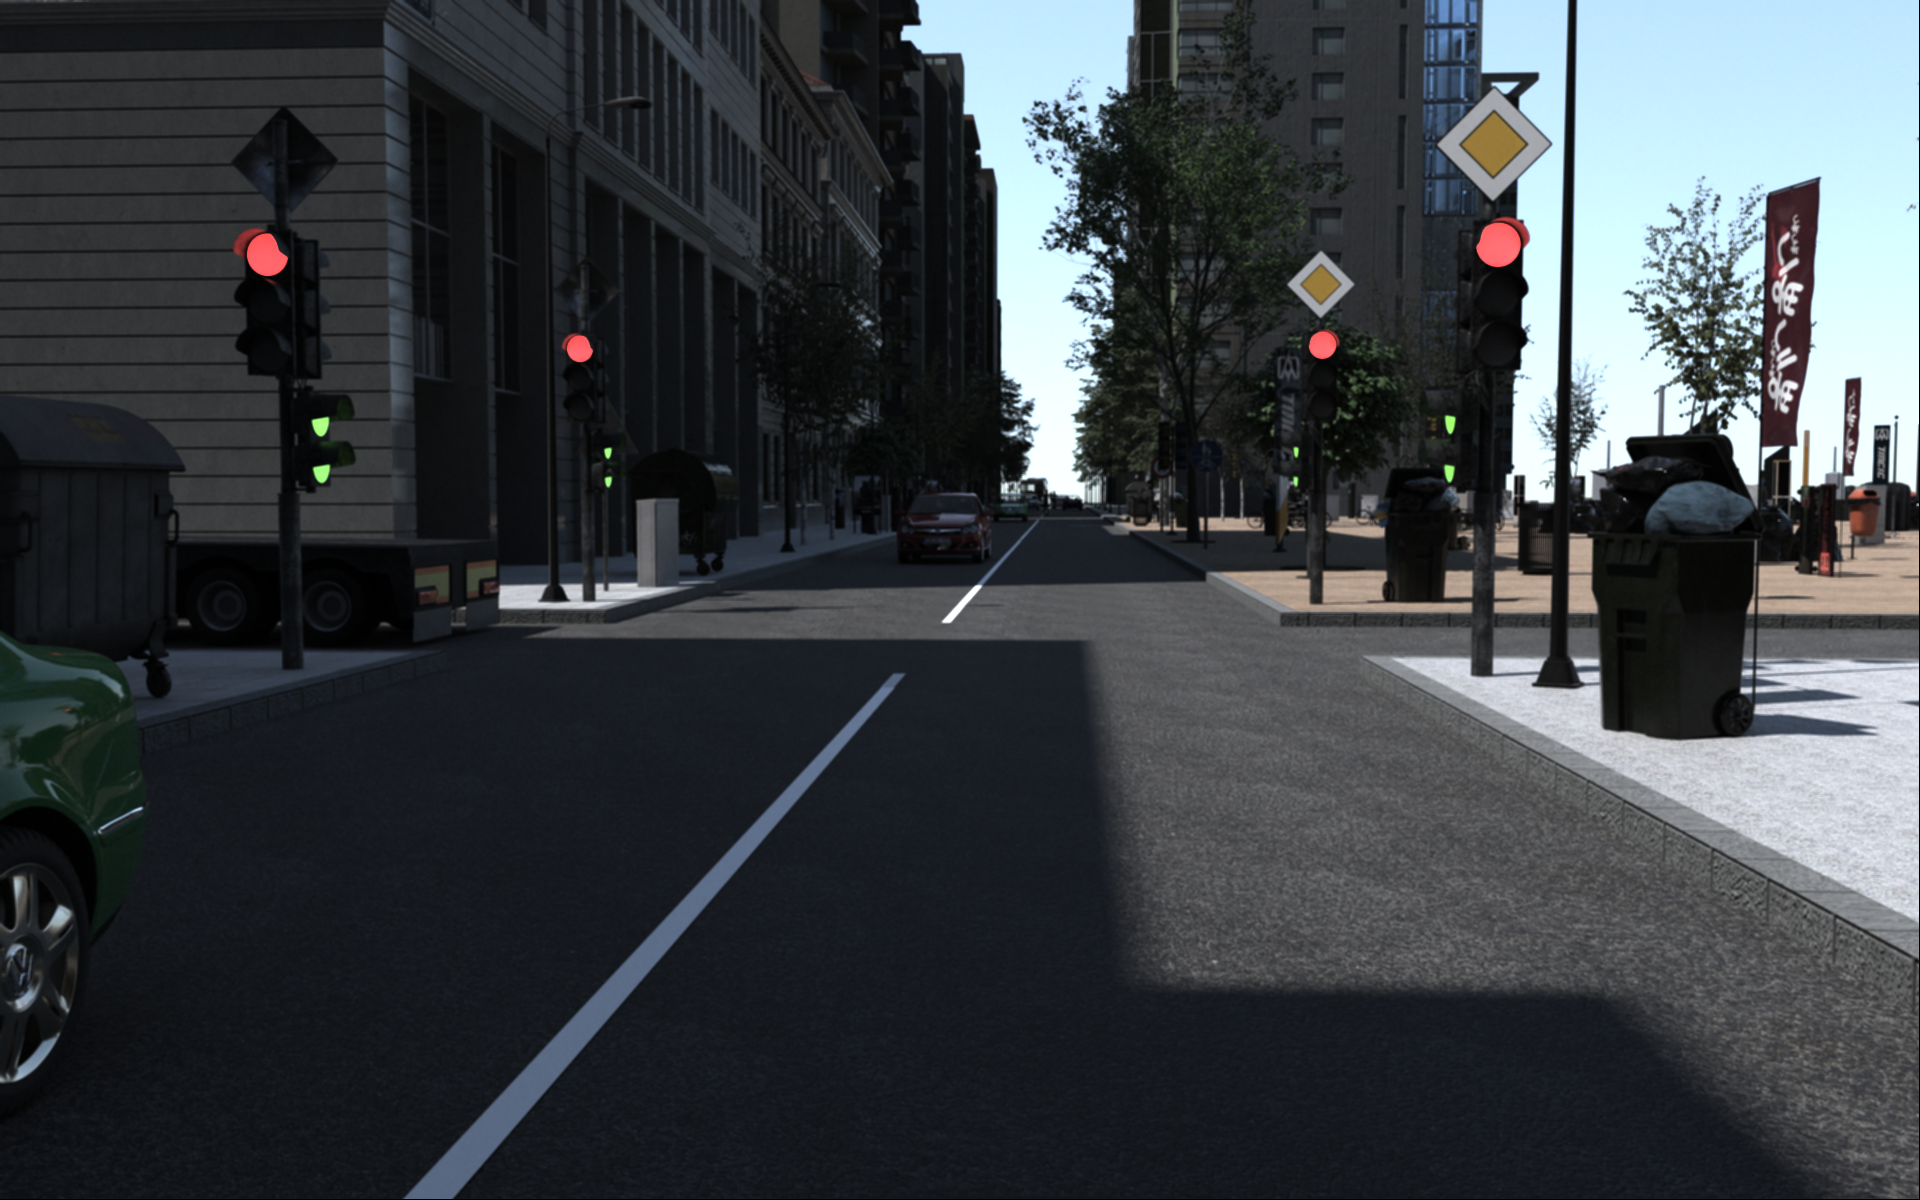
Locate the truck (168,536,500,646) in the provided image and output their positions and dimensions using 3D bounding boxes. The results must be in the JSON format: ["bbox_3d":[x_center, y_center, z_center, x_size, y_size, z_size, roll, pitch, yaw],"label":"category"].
[{"bbox_3d":[-14.320,-1.713,17.775,18.799,4.110,2.967,0,4,4],"label":"truck"}]

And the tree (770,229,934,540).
[{"bbox_3d":[-3.577,-6.027,48.903,4.737,8.622,4.395,0,3,0],"label":"tree"}]

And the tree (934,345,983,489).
[{"bbox_3d":[-1.208,-8.222,84.789,4.737,8.622,4.395,0,3,0],"label":"tree"}]

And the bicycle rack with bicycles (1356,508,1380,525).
[{"bbox_3d":[17.843,-3.557,71.543,2.925,0.926,2.852,1,4,20],"label":"bicycle rack with bicycles"}]

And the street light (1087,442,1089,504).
[{"bbox_3d":[10.991,-10.059,137.000,1.470,5.913,1.316,0,4,3],"label":"street light"}]

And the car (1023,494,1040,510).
[{"bbox_3d":[6.166,-8.722,154.604,2.014,1.417,4.499,0,4,2],"label":"car"}]

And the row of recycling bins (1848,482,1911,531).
[{"bbox_3d":[32.206,-3.251,60.274,3.534,1.692,1.069,-3,5,-45],"label":"row of recycling bins"}]

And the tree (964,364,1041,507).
[{"bbox_3d":[2.879,-16.159,170.857,9.857,13.997,8.962,0,3,0],"label":"tree"}]

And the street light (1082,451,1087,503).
[{"bbox_3d":[11.823,-11.085,153.779,1.470,5.913,1.316,0,4,3],"label":"street light"}]

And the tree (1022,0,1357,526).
[{"bbox_3d":[8.609,-12.948,67.581,12.611,20.169,13.585,0,3,0],"label":"tree"}]

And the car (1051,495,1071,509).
[{"bbox_3d":[9.860,-9.518,167.985,2.083,1.381,4.827,0,4,3],"label":"car"}]

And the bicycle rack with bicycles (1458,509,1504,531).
[{"bbox_3d":[17.863,-2.897,60.747,2.925,0.926,2.852,-1,4,-22],"label":"bicycle rack with bicycles"}]

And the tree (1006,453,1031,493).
[{"bbox_3d":[7.986,-17.958,243.971,4.737,8.622,4.395,0,3,0],"label":"tree"}]

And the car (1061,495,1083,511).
[{"bbox_3d":[9.818,-8.494,151.458,1.945,1.354,3.894,0,4,3],"label":"car"}]

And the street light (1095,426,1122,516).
[{"bbox_3d":[8.924,-7.974,102.915,1.470,5.913,1.316,0,4,3],"label":"street light"}]

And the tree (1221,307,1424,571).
[{"bbox_3d":[6.249,-2.789,29.320,4.285,4.588,4.351,0,3,0],"label":"tree"}]

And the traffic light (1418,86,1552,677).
[{"bbox_3d":[3.665,-1.418,12.112,0.839,4.253,0.868,0,4,3],"label":"traffic light"}]

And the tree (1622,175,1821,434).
[{"bbox_3d":[17.819,-5.542,40.966,4.737,8.622,4.395,0,3,0],"label":"tree"}]

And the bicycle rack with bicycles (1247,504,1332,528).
[{"bbox_3d":[12.519,-3.158,65.020,2.925,0.926,2.852,2,4,26],"label":"bicycle rack with bicycles"}]

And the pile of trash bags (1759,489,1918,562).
[{"bbox_3d":[16.304,-1.456,33.555,3.447,1.369,1.912,-1,4,-15],"label":"pile of trash bags"}]

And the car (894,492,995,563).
[{"bbox_3d":[-0.303,-1.726,37.261,2.155,1.783,4.494,0,4,4],"label":"car"}]

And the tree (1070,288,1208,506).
[{"bbox_3d":[9.995,-10.869,95.834,7.486,12.596,7.792,0,3,0],"label":"tree"}]

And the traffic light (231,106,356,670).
[{"bbox_3d":[-4.882,-1.448,12.598,0.839,4.253,0.868,0,4,3],"label":"traffic light"}]

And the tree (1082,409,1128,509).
[{"bbox_3d":[12.051,-11.921,145.278,4.360,8.622,3.978,0,3,0],"label":"tree"}]

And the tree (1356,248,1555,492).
[{"bbox_3d":[14.224,-6.076,49.707,4.360,8.622,3.978,0,3,0],"label":"tree"}]

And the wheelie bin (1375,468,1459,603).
[{"bbox_3d":[5.469,-0.778,20.621,0.980,1.594,0.693,0,4,-4],"label":"wheelie bin"}]

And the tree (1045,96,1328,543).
[{"bbox_3d":[6.079,-7.326,45.534,9.928,11.665,9.643,0,3,0],"label":"tree"}]

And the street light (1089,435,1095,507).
[{"bbox_3d":[9.879,-9.013,119.909,1.470,5.913,1.316,0,4,3],"label":"street light"}]

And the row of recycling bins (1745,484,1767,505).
[{"bbox_3d":[33.093,-4.065,73.577,3.534,1.692,1.069,-3,4,-38],"label":"row of recycling bins"}]

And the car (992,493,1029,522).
[{"bbox_3d":[2.635,-4.977,90.165,1.959,1.807,4.718,0,4,3],"label":"car"}]

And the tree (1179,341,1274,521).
[{"bbox_3d":[12.287,-7.981,80.855,4.360,8.622,3.978,0,3,0],"label":"tree"}]

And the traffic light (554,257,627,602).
[{"bbox_3d":[-4.412,-1.936,20.570,0.839,4.253,0.868,0,4,3],"label":"traffic light"}]

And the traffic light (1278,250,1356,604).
[{"bbox_3d":[4.135,-1.906,20.084,0.839,4.253,0.868,0,4,3],"label":"traffic light"}]

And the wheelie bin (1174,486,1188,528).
[{"bbox_3d":[8.571,-3.558,66.088,0.980,1.594,0.693,-2,4,-35],"label":"wheelie bin"}]

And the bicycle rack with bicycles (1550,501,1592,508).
[{"bbox_3d":[30.882,-4.522,87.316,2.852,0.926,2.925,2,4,30],"label":"bicycle rack with bicycles"}]

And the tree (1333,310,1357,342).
[{"bbox_3d":[14.003,-6.433,55.534,4.360,8.622,3.978,0,3,0],"label":"tree"}]

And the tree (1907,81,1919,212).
[{"bbox_3d":[17.501,-4.763,28.245,4.737,8.622,4.395,0,3,0],"label":"tree"}]

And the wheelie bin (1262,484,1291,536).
[{"bbox_3d":[9.722,-2.785,53.436,0.980,1.594,0.693,-2,4,-33],"label":"wheelie bin"}]

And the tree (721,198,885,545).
[{"bbox_3d":[-3.905,-5.679,43.210,4.360,8.622,3.978,0,3,0],"label":"tree"}]

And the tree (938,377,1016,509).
[{"bbox_3d":[0.462,-9.746,109.708,4.360,8.622,3.978,0,3,0],"label":"tree"}]

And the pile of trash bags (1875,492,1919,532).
[{"bbox_3d":[35.172,-3.241,62.745,1.912,1.369,3.447,0,4,-3],"label":"pile of trash bags"}]

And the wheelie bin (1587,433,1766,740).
[{"bbox_3d":[3.822,-0.084,9.274,0.693,1.594,0.980,-2,4,-24],"label":"wheelie bin"}]

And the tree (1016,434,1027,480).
[{"bbox_3d":[2.246,-11.493,138.265,4.360,8.622,3.978,0,3,0],"label":"tree"}]

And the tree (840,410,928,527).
[{"bbox_3d":[-2.969,-5.115,67.340,4.285,4.588,4.351,0,3,0],"label":"tree"}]

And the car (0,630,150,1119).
[{"bbox_3d":[-3.081,0.377,2.638,1.959,1.807,4.718,0,4,2],"label":"car"}]

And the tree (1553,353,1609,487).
[{"bbox_3d":[32.215,-8.614,91.208,4.360,8.622,3.978,0,3,0],"label":"tree"}]

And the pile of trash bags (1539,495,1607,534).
[{"bbox_3d":[20.663,-2.893,57.060,3.447,1.369,1.912,-3,5,-41],"label":"pile of trash bags"}]

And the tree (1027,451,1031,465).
[{"bbox_3d":[6.294,-15.735,207.633,4.360,8.622,3.978,0,3,0],"label":"tree"}]

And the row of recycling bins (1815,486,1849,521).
[{"bbox_3d":[42.338,-4.686,83.723,1.069,1.692,3.534,0,4,-2],"label":"row of recycling bins"}]
